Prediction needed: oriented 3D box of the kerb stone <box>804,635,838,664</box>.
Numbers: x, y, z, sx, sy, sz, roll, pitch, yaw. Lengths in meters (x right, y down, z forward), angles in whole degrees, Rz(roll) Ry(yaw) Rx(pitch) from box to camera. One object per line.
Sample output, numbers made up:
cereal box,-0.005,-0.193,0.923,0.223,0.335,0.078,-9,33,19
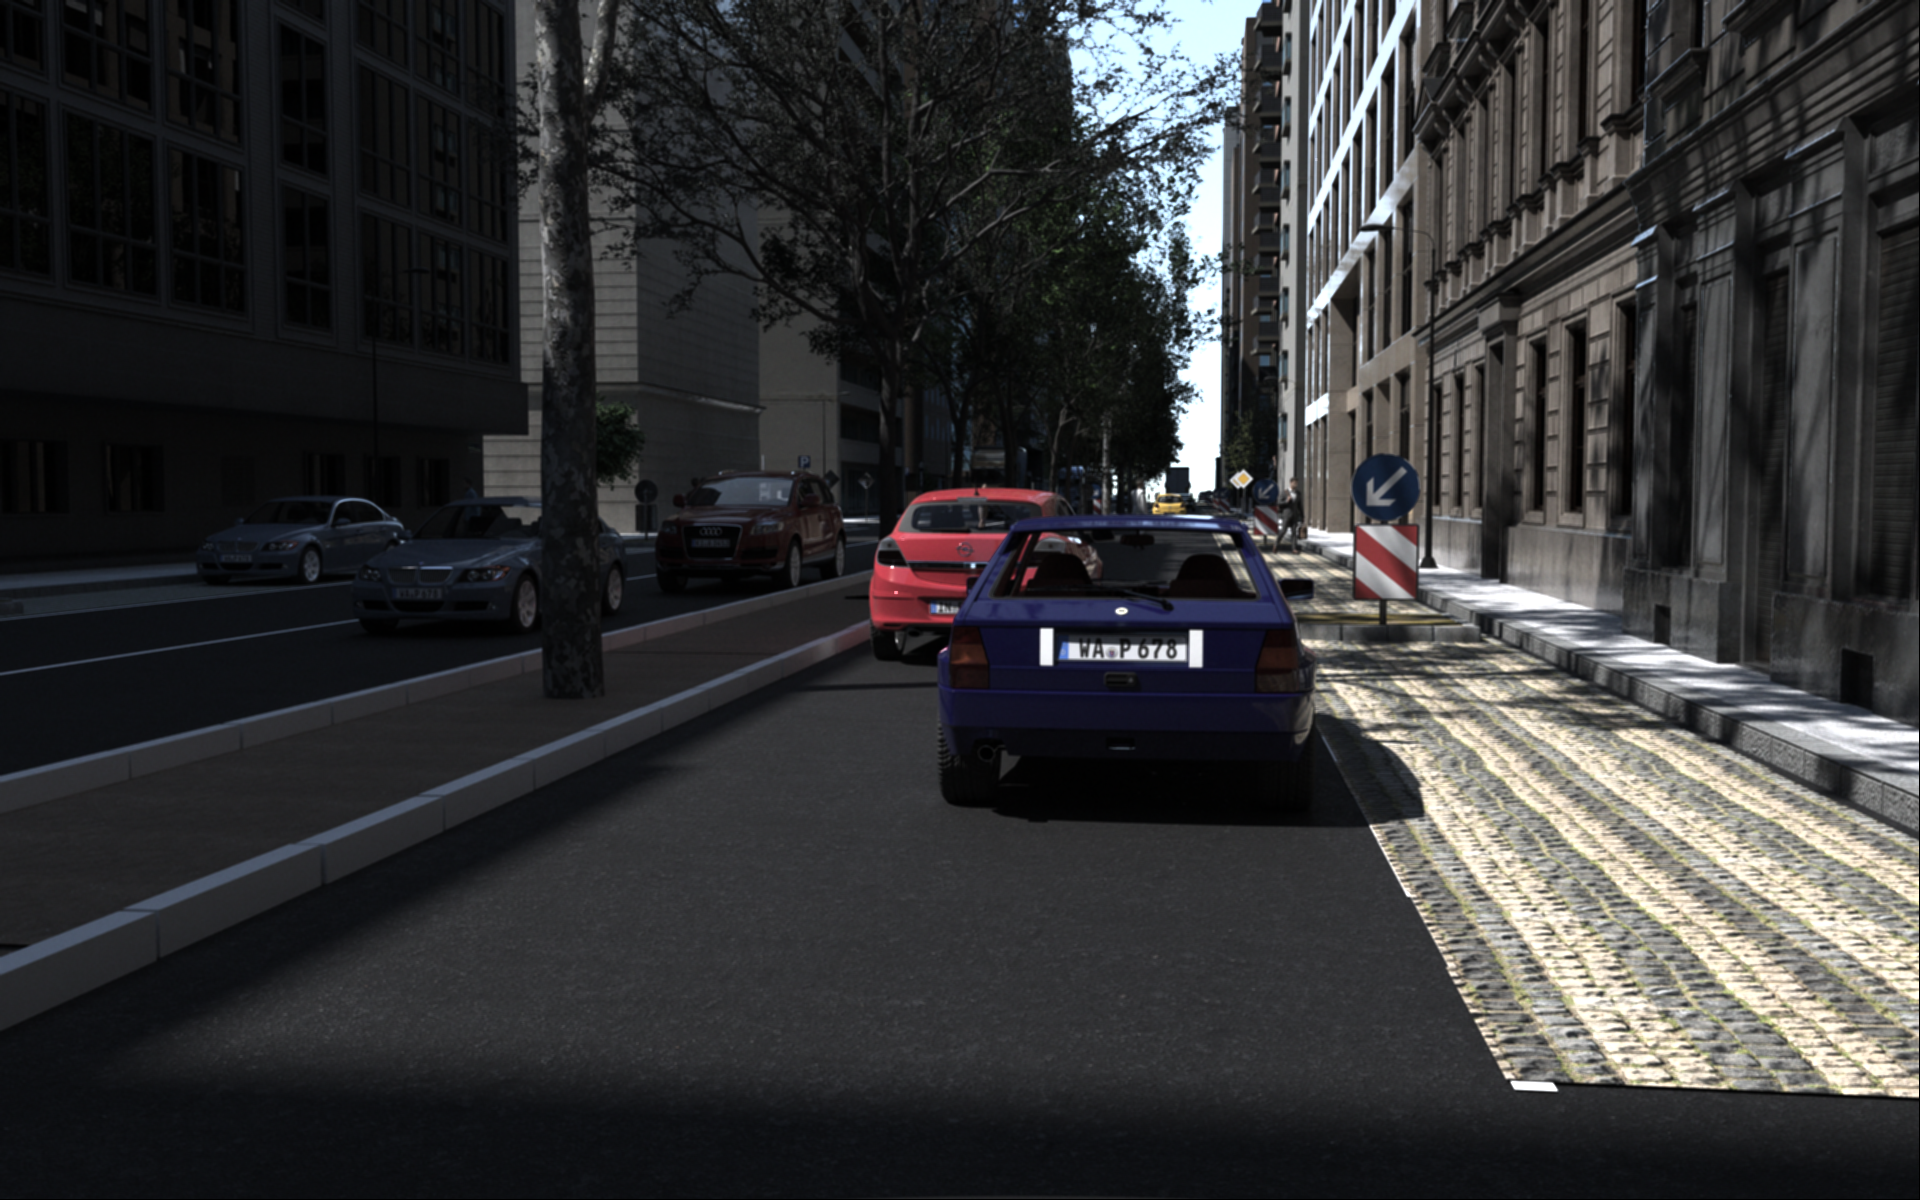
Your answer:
kerb stone,-1.236,0.439,15.018,0.120,0.150,1.000,0,4,8

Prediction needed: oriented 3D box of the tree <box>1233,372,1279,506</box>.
tree,18.417,-9.486,105.461,4.360,8.622,3.978,0,3,0

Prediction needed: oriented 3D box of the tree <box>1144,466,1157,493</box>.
tree,9.890,-9.401,106.531,4.360,8.622,3.978,0,3,0

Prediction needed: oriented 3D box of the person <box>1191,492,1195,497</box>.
person,38.468,-17.068,287.564,1.348,1.823,0.705,-2,4,-34

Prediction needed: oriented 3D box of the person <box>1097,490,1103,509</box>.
person,14.069,-9.885,170.208,1.350,1.814,0.705,1,4,19

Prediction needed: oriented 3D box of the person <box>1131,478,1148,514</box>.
person,4.583,-2.208,44.485,0.514,1.842,0.818,2,4,34

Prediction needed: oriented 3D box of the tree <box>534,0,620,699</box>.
tree,-1.635,-9.312,10.600,12.611,20.169,13.585,0,3,0

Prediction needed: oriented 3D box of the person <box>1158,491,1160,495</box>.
person,24.533,-12.479,212.401,0.599,1.838,0.709,1,4,10

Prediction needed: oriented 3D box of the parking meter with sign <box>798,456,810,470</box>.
parking meter with sign,-7.459,-5.116,79.909,0.543,3.016,1.738,-2,4,-25

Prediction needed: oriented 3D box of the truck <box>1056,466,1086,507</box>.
truck,11.369,-11.183,172.599,2.967,4.110,18.799,0,4,6

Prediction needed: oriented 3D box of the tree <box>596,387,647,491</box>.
tree,-11.094,-4.207,52.497,4.285,4.588,4.351,0,3,0

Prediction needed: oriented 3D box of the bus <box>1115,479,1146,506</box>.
bus,20.479,-12.958,206.730,2.948,3.499,13.247,1,4,10

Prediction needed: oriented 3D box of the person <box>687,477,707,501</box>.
person,-5.978,-1.929,40.009,0.573,1.828,0.580,1,4,21

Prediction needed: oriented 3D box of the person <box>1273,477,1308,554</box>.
person,7.807,-1.988,40.960,0.622,1.834,0.822,-2,4,-25

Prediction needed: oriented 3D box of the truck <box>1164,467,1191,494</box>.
truck,23.081,-11.923,183.855,2.839,4.237,11.283,0,4,7

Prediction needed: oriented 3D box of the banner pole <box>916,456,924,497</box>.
banner pole,-2.642,-7.548,113.425,0.401,3.779,0.863,3,5,43

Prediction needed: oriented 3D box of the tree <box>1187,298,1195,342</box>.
tree,2.632,-6.983,51.047,8.767,10.594,7.601,0,4,8

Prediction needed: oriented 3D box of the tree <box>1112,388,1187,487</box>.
tree,15.595,-13.975,149.068,7.486,12.596,7.792,0,3,0

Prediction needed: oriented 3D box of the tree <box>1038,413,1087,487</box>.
tree,13.375,-19.002,228.815,7.486,12.596,7.792,0,3,0

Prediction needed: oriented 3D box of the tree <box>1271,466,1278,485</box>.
tree,19.097,-6.548,101.669,1.663,3.219,1.824,0,3,0

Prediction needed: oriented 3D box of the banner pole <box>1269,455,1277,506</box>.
banner pole,20.002,-7.372,110.546,0.401,3.779,0.863,-2,4,-35

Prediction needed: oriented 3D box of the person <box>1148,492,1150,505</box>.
person,24.477,-13.153,224.464,0.530,1.710,0.541,2,4,23

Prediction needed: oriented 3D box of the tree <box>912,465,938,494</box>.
tree,-2.192,-7.393,115.480,1.663,3.219,1.824,0,3,0

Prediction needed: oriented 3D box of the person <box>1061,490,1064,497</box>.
person,9.576,-9.326,160.965,0.705,1.826,1.348,0,4,2

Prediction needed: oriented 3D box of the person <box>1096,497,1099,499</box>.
person,14.466,-10.597,182.681,0.541,1.710,0.530,-1,4,-9

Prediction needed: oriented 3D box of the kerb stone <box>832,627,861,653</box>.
kerb stone,-1.095,0.383,16.032,0.120,0.150,1.000,0,4,8

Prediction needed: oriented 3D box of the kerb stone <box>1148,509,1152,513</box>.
kerb stone,15.776,-7.362,142.571,0.120,0.150,1.000,0,4,8

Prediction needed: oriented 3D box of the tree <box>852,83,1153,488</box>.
tree,1.161,-6.977,42.284,9.928,11.665,9.643,0,3,0

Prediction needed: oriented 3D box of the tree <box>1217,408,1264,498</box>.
tree,23.873,-11.964,145.979,4.737,8.622,4.395,0,3,0

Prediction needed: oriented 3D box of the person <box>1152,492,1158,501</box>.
person,25.692,-13.354,227.558,1.217,1.743,0.721,-3,5,-39

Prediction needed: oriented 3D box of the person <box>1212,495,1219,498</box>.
person,26.547,-10.489,180.540,0.990,1.755,0.434,-1,4,-16

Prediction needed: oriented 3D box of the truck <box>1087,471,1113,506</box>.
truck,16.866,-13.507,209.749,2.839,4.237,11.283,1,4,9

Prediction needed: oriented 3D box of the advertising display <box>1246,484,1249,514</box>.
advertising display,18.789,-6.612,113.327,0.123,1.923,0.974,0,4,5

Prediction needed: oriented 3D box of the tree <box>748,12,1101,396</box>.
tree,-0.174,-5.890,33.169,8.767,10.594,7.601,0,4,8

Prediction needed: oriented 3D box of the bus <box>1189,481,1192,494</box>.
bus,34.547,-17.010,269.660,2.896,3.916,12.252,1,4,9

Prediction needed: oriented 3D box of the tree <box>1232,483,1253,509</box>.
tree,25.150,-9.750,154.009,1.663,3.219,1.824,0,3,0

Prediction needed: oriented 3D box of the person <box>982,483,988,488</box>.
person,0.769,-2.858,55.567,0.374,1.781,0.599,3,5,40

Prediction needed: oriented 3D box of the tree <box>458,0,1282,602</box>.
tree,-0.979,-6.751,23.212,12.009,13.543,11.850,0,3,0

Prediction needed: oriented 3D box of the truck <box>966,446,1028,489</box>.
truck,2.305,-6.974,102.930,2.839,4.237,11.283,0,4,7

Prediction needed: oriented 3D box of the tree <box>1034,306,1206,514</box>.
tree,9.239,-11.003,99.358,9.611,12.733,9.660,0,3,0

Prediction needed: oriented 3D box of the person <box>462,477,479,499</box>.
person,-9.950,-1.625,35.405,0.444,1.785,0.601,-1,4,-18

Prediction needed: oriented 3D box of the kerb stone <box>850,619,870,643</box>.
kerb stone,-0.966,0.315,17.049,0.120,0.150,1.000,0,4,8

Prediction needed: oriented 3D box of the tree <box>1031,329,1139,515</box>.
tree,4.707,-6.952,66.480,4.360,8.622,3.978,0,3,0

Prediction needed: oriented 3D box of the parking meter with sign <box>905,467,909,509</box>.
parking meter with sign,-4.154,-7.079,112.007,1.738,3.016,0.543,2,4,30

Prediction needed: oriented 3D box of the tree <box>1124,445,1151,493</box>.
tree,14.877,-11.621,142.815,4.737,8.622,4.395,0,3,0
